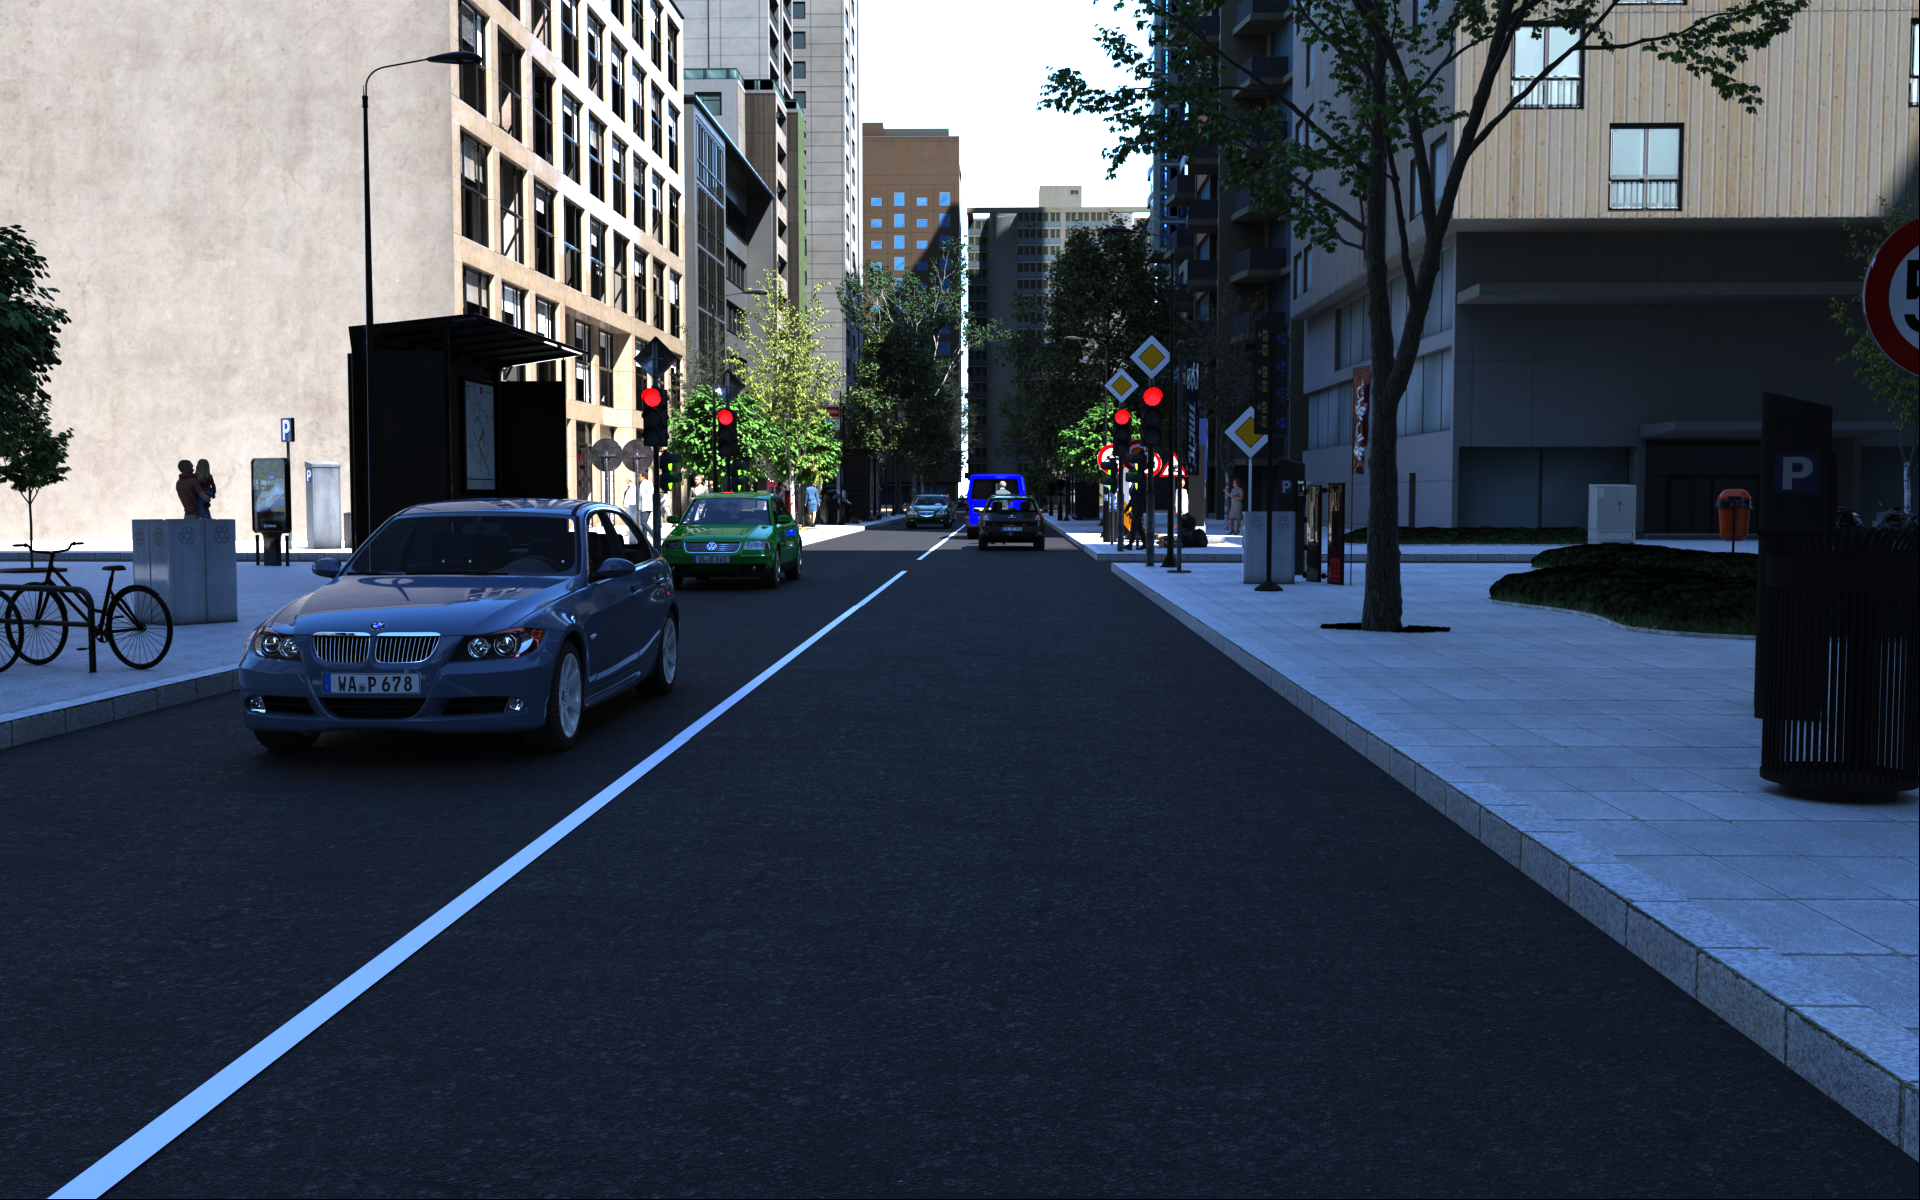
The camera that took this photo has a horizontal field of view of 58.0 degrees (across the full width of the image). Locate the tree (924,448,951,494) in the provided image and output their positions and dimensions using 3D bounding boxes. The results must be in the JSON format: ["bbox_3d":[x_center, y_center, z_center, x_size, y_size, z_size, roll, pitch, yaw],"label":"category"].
[{"bbox_3d":[-2.680,-13.672,173.899,4.737,8.622,4.395,0,3,0],"label":"tree"}]

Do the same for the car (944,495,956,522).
[{"bbox_3d":[-1.181,-4.559,86.548,2.014,1.417,4.499,0,4,3],"label":"car"}]

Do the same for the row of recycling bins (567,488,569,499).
[{"bbox_3d":[-10.730,-1.983,39.528,3.534,1.692,1.069,-1,4,-13],"label":"row of recycling bins"}]

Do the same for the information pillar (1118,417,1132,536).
[{"bbox_3d":[5.023,-3.754,52.735,0.504,3.616,0.183,3,5,45],"label":"information pillar"}]

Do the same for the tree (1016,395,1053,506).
[{"bbox_3d":[9.040,-17.094,189.860,12.009,13.543,11.850,0,3,0],"label":"tree"}]

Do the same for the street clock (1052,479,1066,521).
[{"bbox_3d":[4.851,-4.847,83.812,0.471,2.002,0.358,-2,4,-26],"label":"street clock"}]

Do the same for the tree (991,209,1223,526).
[{"bbox_3d":[6.085,-9.376,70.302,9.611,12.733,9.660,0,3,0],"label":"tree"}]

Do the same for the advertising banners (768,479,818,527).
[{"bbox_3d":[-6.581,-4.363,67.525,2.074,3.025,0.090,0,4,1],"label":"advertising banners"}]

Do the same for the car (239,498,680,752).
[{"bbox_3d":[-2.981,0.050,11.191,2.014,1.417,4.499,0,4,2],"label":"car"}]

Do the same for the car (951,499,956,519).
[{"bbox_3d":[-1.178,-5.056,95.249,1.945,1.354,3.894,0,4,3],"label":"car"}]

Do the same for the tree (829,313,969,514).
[{"bbox_3d":[-4.034,-11.800,109.932,9.611,12.733,9.660,0,3,0],"label":"tree"}]

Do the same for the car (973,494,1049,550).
[{"bbox_3d":[1.342,-2.187,45.537,2.009,1.686,4.222,0,4,1],"label":"car"}]

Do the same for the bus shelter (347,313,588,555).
[{"bbox_3d":[-7.076,-2.101,25.630,1.731,3.624,6.357,0,4,1],"label":"bus shelter"}]

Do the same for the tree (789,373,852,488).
[{"bbox_3d":[-8.411,-9.212,100.975,4.360,8.622,3.978,0,3,0],"label":"tree"}]

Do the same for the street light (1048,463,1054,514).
[{"bbox_3d":[4.544,-6.721,82.428,1.470,5.913,1.316,0,4,2],"label":"street light"}]

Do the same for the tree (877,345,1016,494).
[{"bbox_3d":[-3.122,-14.101,140.919,12.009,13.543,11.850,0,3,0],"label":"tree"}]

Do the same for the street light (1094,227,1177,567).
[{"bbox_3d":[3.154,-3.531,30.280,1.470,5.913,1.316,0,4,2],"label":"street light"}]

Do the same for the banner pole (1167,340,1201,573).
[{"bbox_3d":[3.726,-2.348,28.409,0.401,3.779,0.863,3,4,38],"label":"banner pole"}]

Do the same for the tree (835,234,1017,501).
[{"bbox_3d":[-1.988,-16.483,125.385,12.611,20.169,13.585,0,3,0],"label":"tree"}]

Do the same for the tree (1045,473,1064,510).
[{"bbox_3d":[7.718,-9.129,143.867,1.663,3.219,1.824,0,3,0],"label":"tree"}]

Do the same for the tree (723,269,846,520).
[{"bbox_3d":[-5.540,-6.472,56.186,4.737,8.622,4.395,0,3,0],"label":"tree"}]

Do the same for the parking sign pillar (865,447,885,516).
[{"bbox_3d":[-5.088,-6.857,100.586,1.447,3.967,1.447,1,4,20],"label":"parking sign pillar"}]

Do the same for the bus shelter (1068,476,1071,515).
[{"bbox_3d":[6.992,-6.788,102.260,1.731,3.624,6.357,0,4,1],"label":"bus shelter"}]

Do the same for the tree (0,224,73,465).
[{"bbox_3d":[-10.711,-2.066,17.491,4.285,4.588,4.351,0,3,0],"label":"tree"}]

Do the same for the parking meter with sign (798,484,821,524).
[{"bbox_3d":[-6.566,-4.781,74.438,1.738,3.016,0.543,-3,5,-43],"label":"parking meter with sign"}]

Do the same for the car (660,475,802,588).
[{"bbox_3d":[-3.608,-1.161,27.774,1.959,1.807,4.718,0,4,1],"label":"car"}]

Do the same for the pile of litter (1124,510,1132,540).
[{"bbox_3d":[5.111,-2.110,48.457,1.176,0.858,1.719,-1,4,-16],"label":"pile of litter"}]

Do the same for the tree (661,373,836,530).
[{"bbox_3d":[-6.399,-3.868,46.962,4.285,4.588,4.351,0,3,0],"label":"tree"}]

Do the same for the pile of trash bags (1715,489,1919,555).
[{"bbox_3d":[14.979,-1.243,30.081,3.447,1.369,1.912,2,4,24],"label":"pile of trash bags"}]

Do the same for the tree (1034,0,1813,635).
[{"bbox_3d":[4.152,-5.522,16.047,9.928,11.665,9.643,0,3,0],"label":"tree"}]

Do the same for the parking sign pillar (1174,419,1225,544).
[{"bbox_3d":[6.175,-3.459,45.032,1.447,3.967,1.447,1,4,10],"label":"parking sign pillar"}]

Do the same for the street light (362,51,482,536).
[{"bbox_3d":[-5.717,-2.802,18.349,1.470,5.913,1.316,0,4,2],"label":"street light"}]

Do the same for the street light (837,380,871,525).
[{"bbox_3d":[-4.331,-6.008,70.766,1.470,5.913,1.316,0,4,2],"label":"street light"}]

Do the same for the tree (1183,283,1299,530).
[{"bbox_3d":[9.720,-6.795,61.458,4.360,8.622,3.978,0,3,0],"label":"tree"}]

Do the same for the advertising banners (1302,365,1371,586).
[{"bbox_3d":[5.331,-1.735,24.549,0.090,3.025,2.074,-1,4,-12],"label":"advertising banners"}]

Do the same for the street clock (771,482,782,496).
[{"bbox_3d":[-7.351,-3.940,68.986,0.471,2.002,0.358,-1,4,-23],"label":"street clock"}]

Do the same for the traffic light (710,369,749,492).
[{"bbox_3d":[-5.186,-3.054,38.852,0.839,4.253,0.868,0,4,2],"label":"traffic light"}]

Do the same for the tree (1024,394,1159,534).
[{"bbox_3d":[4.920,-4.448,56.435,4.285,4.588,4.351,0,3,0],"label":"tree"}]

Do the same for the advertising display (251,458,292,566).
[{"bbox_3d":[-12.314,-1.576,30.977,0.974,1.923,0.123,2,4,33],"label":"advertising display"}]

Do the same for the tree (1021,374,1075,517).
[{"bbox_3d":[6.130,-9.647,108.083,4.737,8.622,4.395,0,3,0],"label":"tree"}]

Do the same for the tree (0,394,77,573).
[{"bbox_3d":[-15.420,-2.068,28.411,1.663,3.219,1.824,0,3,0],"label":"tree"}]

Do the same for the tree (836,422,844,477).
[{"bbox_3d":[-5.707,-4.846,62.951,4.285,4.588,4.351,0,3,0],"label":"tree"}]

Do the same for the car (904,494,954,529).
[{"bbox_3d":[-1.285,-3.767,73.391,2.131,1.459,4.920,0,4,2],"label":"car"}]

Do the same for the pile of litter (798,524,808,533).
[{"bbox_3d":[-5.668,-2.712,58.314,1.176,0.858,1.719,1,4,14],"label":"pile of litter"}]

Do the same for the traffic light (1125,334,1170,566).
[{"bbox_3d":[3.359,-2.552,30.652,0.839,4.253,0.868,0,4,2],"label":"traffic light"}]

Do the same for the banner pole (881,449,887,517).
[{"bbox_3d":[-4.206,-6.523,96.669,0.401,3.779,0.863,-2,4,-27],"label":"banner pole"}]

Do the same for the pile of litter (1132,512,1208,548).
[{"bbox_3d":[5.259,-1.696,41.688,1.719,0.858,1.176,-2,4,-24],"label":"pile of litter"}]

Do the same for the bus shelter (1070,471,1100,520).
[{"bbox_3d":[6.566,-6.774,88.389,2.179,5.291,8.768,0,4,1],"label":"bus shelter"}]

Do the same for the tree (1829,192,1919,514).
[{"bbox_3d":[23.220,-5.613,42.136,4.737,8.622,4.395,0,3,0],"label":"tree"}]

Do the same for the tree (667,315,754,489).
[{"bbox_3d":[-10.566,-7.433,71.899,4.360,8.622,3.978,0,3,0],"label":"tree"}]

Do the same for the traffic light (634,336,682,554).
[{"bbox_3d":[-5.399,-2.566,30.870,0.839,4.253,0.868,0,4,2],"label":"traffic light"}]

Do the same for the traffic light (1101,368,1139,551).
[{"bbox_3d":[3.573,-3.041,38.635,0.839,4.253,0.868,0,4,2],"label":"traffic light"}]

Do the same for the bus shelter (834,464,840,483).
[{"bbox_3d":[-5.864,-6.136,94.240,2.014,3.302,5.546,0,4,1],"label":"bus shelter"}]

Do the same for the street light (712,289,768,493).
[{"bbox_3d":[-5.056,-4.091,39.431,1.470,5.913,1.316,0,4,2],"label":"street light"}]

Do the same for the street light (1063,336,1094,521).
[{"bbox_3d":[3.755,-4.805,51.096,1.470,5.913,1.316,0,4,2],"label":"street light"}]

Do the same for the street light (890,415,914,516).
[{"bbox_3d":[-3.409,-7.928,102.172,1.470,5.913,1.316,0,4,2],"label":"street light"}]

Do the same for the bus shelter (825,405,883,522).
[{"bbox_3d":[-4.972,-6.334,81.192,2.179,5.291,8.768,0,4,1],"label":"bus shelter"}]

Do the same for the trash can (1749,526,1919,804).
[{"bbox_3d":[3.751,0.262,7.366,0.748,1.137,0.748,0,3,0],"label":"trash can"}]

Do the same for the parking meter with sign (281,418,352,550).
[{"bbox_3d":[-14.798,-2.694,40.304,1.738,3.016,0.543,-3,5,-44],"label":"parking meter with sign"}]

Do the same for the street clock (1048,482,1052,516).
[{"bbox_3d":[5.405,-5.995,102.590,0.358,2.002,0.471,2,4,25],"label":"street clock"}]
